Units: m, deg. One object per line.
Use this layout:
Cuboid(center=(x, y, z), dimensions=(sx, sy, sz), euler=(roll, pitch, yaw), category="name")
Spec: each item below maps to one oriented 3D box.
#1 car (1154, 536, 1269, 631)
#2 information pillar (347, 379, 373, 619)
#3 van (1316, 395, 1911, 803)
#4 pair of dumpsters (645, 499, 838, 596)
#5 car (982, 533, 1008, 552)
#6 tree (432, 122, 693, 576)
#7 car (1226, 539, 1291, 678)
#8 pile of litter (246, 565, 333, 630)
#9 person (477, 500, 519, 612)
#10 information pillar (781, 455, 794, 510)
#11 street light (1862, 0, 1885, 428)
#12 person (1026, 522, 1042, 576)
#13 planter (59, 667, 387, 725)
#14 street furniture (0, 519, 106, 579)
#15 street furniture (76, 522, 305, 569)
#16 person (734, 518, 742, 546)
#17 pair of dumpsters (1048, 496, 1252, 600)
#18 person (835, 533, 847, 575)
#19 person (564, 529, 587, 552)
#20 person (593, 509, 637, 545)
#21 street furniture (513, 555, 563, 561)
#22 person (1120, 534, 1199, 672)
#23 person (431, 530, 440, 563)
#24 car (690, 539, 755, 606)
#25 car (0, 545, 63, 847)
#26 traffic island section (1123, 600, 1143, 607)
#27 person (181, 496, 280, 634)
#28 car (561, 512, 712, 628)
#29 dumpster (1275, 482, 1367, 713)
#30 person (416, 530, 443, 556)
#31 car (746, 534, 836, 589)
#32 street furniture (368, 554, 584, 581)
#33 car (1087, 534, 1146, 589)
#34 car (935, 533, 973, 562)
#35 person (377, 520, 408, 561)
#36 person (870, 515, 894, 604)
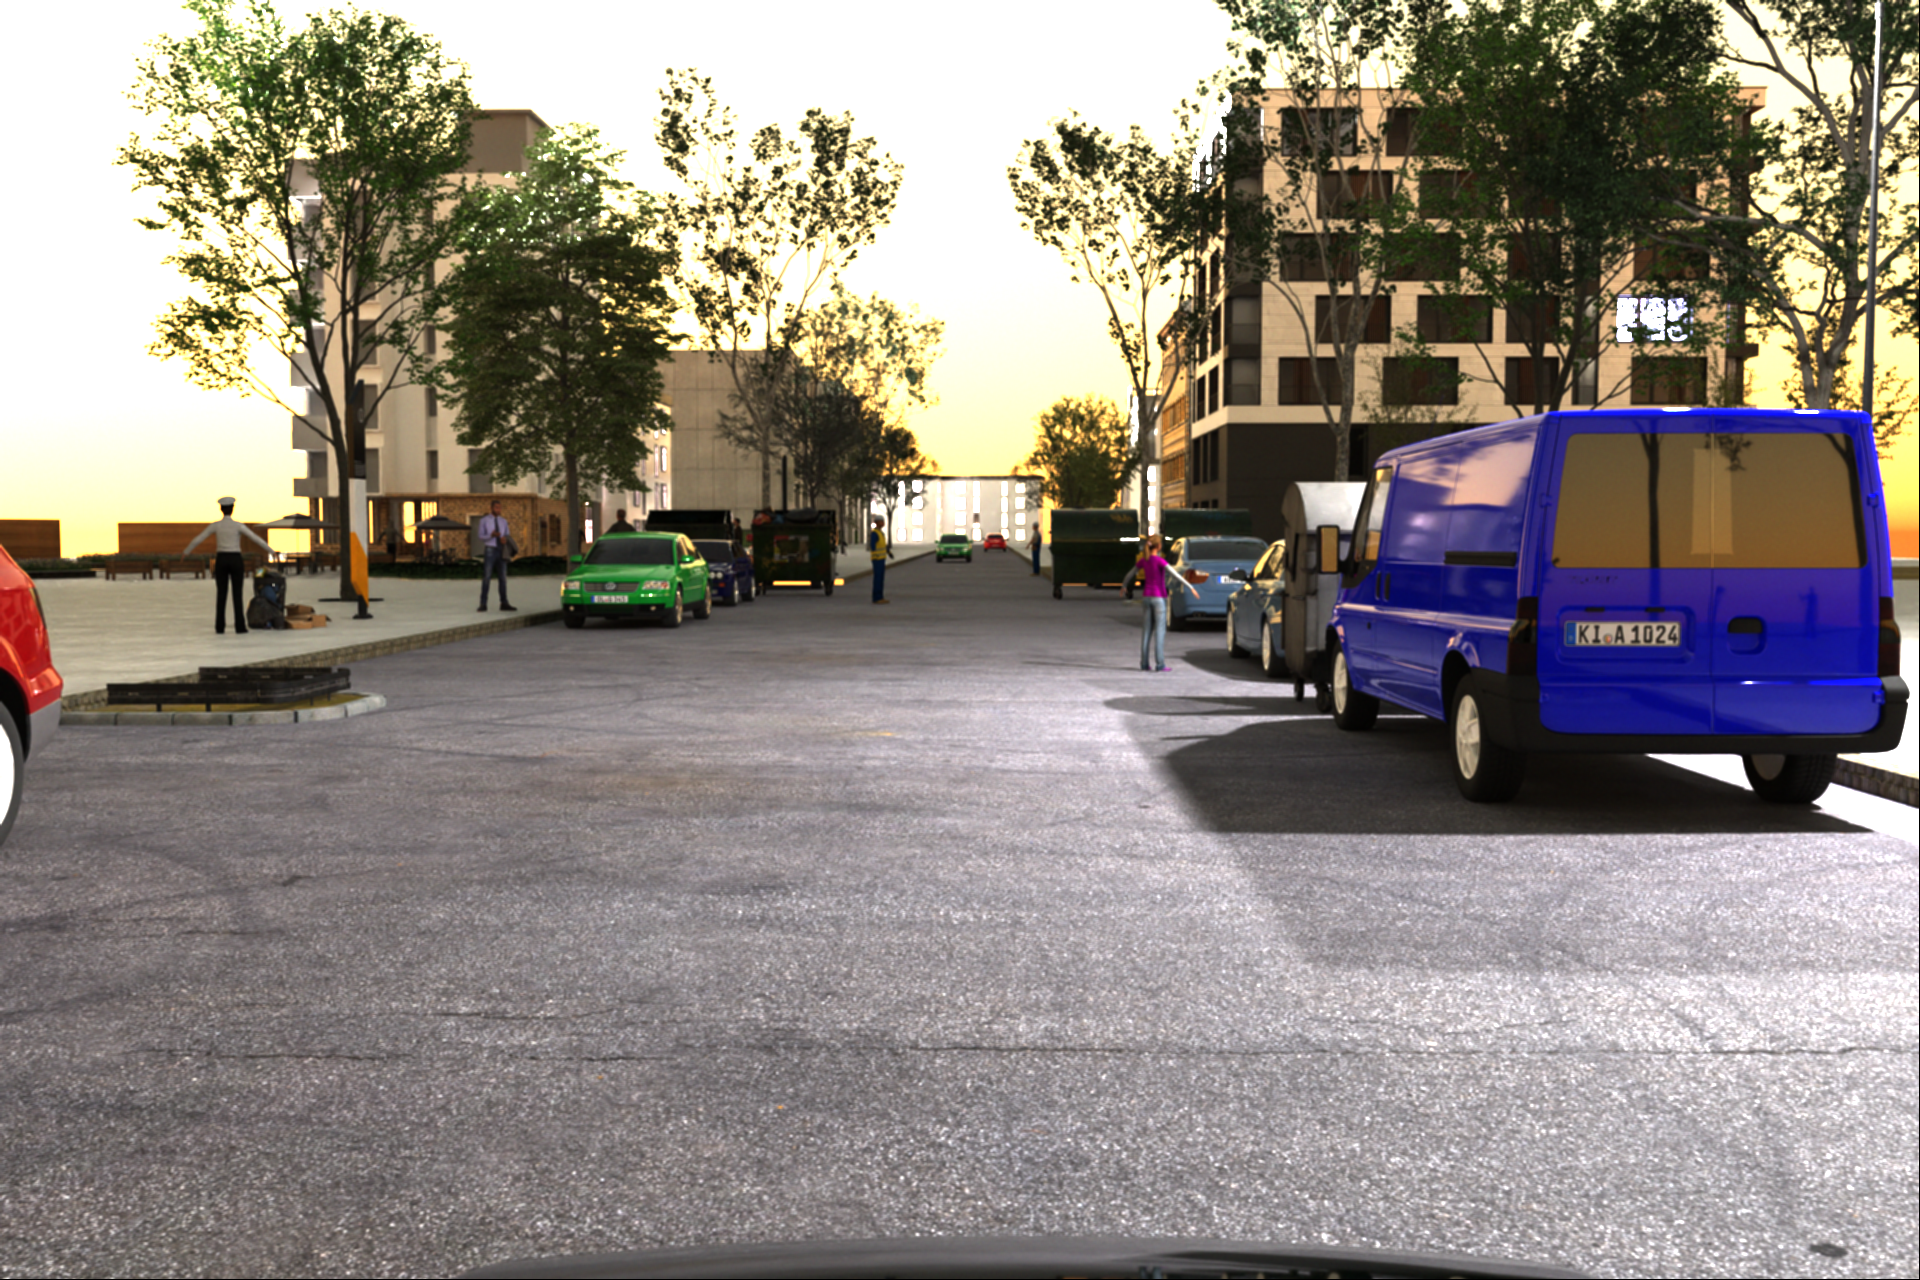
Cuboid(center=(3.944, -0.903, 26.767), dimensions=(2.014, 1.417, 4.499), euler=(0, 4, 1), category="car")
Cuboid(center=(-9.069, -2.125, 26.102), dimensions=(0.183, 3.616, 0.504), euler=(0, 4, 2), category="information pillar")
Cuboid(center=(3.666, -0.398, 10.886), dimensions=(2.240, 2.365, 5.245), euler=(0, 4, 0), category="van")
Cuboid(center=(-5.086, -2.171, 40.445), dimensions=(4.436, 2.255, 1.574), euler=(0, 4, 1), category="pair of dumpsters")
Cuboid(center=(2.862, -8.056, 140.760), dimensions=(2.155, 1.783, 4.494), euler=(0, 4, 1), category="car")
Cuboid(center=(-11.067, -7.952, 48.135), dimensions=(7.486, 12.596, 7.792), euler=(0, 3, 0), category="tree")
Cuboid(center=(3.950, -0.401, 18.551), dimensions=(2.014, 1.417, 4.499), euler=(0, 4, 1), category="car")
Cuboid(center=(-9.286, -0.612, 23.978), dimensions=(1.176, 0.858, 1.719), euler=(0, 4, 1), category="pile of litter")
Cuboid(center=(-7.644, -1.393, 28.684), dimensions=(0.709, 1.838, 0.599), euler=(-3, 5, -43), category="person")
Cuboid(center=(-5.177, -3.721, 52.152), dimensions=(0.184, 3.620, 1.656), euler=(0, 4, 1), category="information pillar")
Cuboid(center=(7.803, -2.524, 13.805), dimensions=(1.470, 5.913, 1.316), euler=(0, 4, 0), category="street light")
Cuboid(center=(2.572, -3.115, 59.239), dimensions=(0.705, 1.847, 1.347), euler=(1, 4, 21), category="person")
Cuboid(center=(-5.778, 0.440, 13.953), dimensions=(1.991, 0.319, 1.994), euler=(0, 4, 1), category="planter")
Cuboid(center=(-29.703, -2.561, 48.734), dimensions=(11.010, 1.723, 9.812), euler=(1, 4, 23), category="street furniture")
Cuboid(center=(-30.397, -3.631, 66.227), dimensions=(9.812, 1.723, 11.010), euler=(1, 4, 11), category="street furniture")
Cuboid(center=(-7.500, -3.177, 58.085), dimensions=(0.704, 1.812, 1.346), euler=(-1, 4, -17), category="person")
Cuboid(center=(4.177, -2.042, 38.335), dimensions=(4.436, 2.255, 1.574), euler=(0, 4, 1), category="pair of dumpsters")
Cuboid(center=(-3.976, -2.933, 53.739), dimensions=(0.705, 1.856, 1.354), euler=(-3, 5, -40), category="person")
Cuboid(center=(-17.841, -4.552, 80.652), dimensions=(0.704, 1.802, 1.346), euler=(3, 4, 36), category="person")
Cuboid(center=(-7.153, -1.856, 36.523), dimensions=(1.348, 1.807, 0.705), euler=(-3, 5, -41), category="person")
Cuboid(center=(-12.461, -3.205, 68.030), dimensions=(10.072, 0.657, 5.734), euler=(-1, 4, -14), category="street furniture")
Cuboid(center=(2.064, -0.390, 18.103), dimensions=(0.991, 1.433, 0.599), euler=(3, 5, 41), category="person")
Cuboid(center=(-22.357, -4.130, 73.709), dimensions=(0.705, 1.806, 1.347), euler=(-2, 4, -24), category="person")
Cuboid(center=(-5.261, -1.404, 35.542), dimensions=(1.945, 1.354, 3.894), euler=(0, 4, 1), category="car")
Cuboid(center=(-5.259, 0.167, 5.949), dimensions=(2.281, 1.827, 5.304), euler=(0, 4, 1), category="car")
Cuboid(center=(4.292, -0.726, 34.730), dimensions=(1.991, 0.108, 1.994), euler=(0, 4, 1), category="traffic island section")
Cuboid(center=(-9.464, -0.979, 22.461), dimensions=(1.216, 1.778, 0.721), euler=(-1, 4, -11), category="person")
Cuboid(center=(-5.134, -1.164, 27.824), dimensions=(1.959, 1.807, 4.718), euler=(0, 4, 1), category="car")
Cuboid(center=(3.619, -0.374, 14.330), dimensions=(1.865, 1.857, 1.264), euler=(0, 4, 0), category="dumpster")
Cuboid(center=(-21.991, -3.971, 71.732), dimensions=(1.217, 1.733, 0.721), euler=(1, 4, 16), category="person")
Cuboid(center=(-4.550, -2.336, 46.868), dimensions=(2.281, 1.827, 5.304), euler=(0, 4, 1), category="car")
Cuboid(center=(-14.390, -2.272, 52.767), dimensions=(5.734, 0.657, 10.072), euler=(1, 4, 18), category="street furniture")
Cuboid(center=(4.332, -2.218, 46.489), dimensions=(2.015, 1.641, 3.980), euler=(0, 4, 0), category="car")
Cuboid(center=(-0.299, -4.898, 88.882), dimensions=(1.959, 1.807, 4.718), euler=(0, 4, 1), category="car")
Cuboid(center=(-21.638, -3.658, 65.936), dimensions=(1.348, 1.813, 0.705), euler=(1, 4, 17), category="person")
Cuboid(center=(-1.646, -1.673, 35.773), dimensions=(0.705, 1.833, 1.349), euler=(1, 4, 13), category="person")
